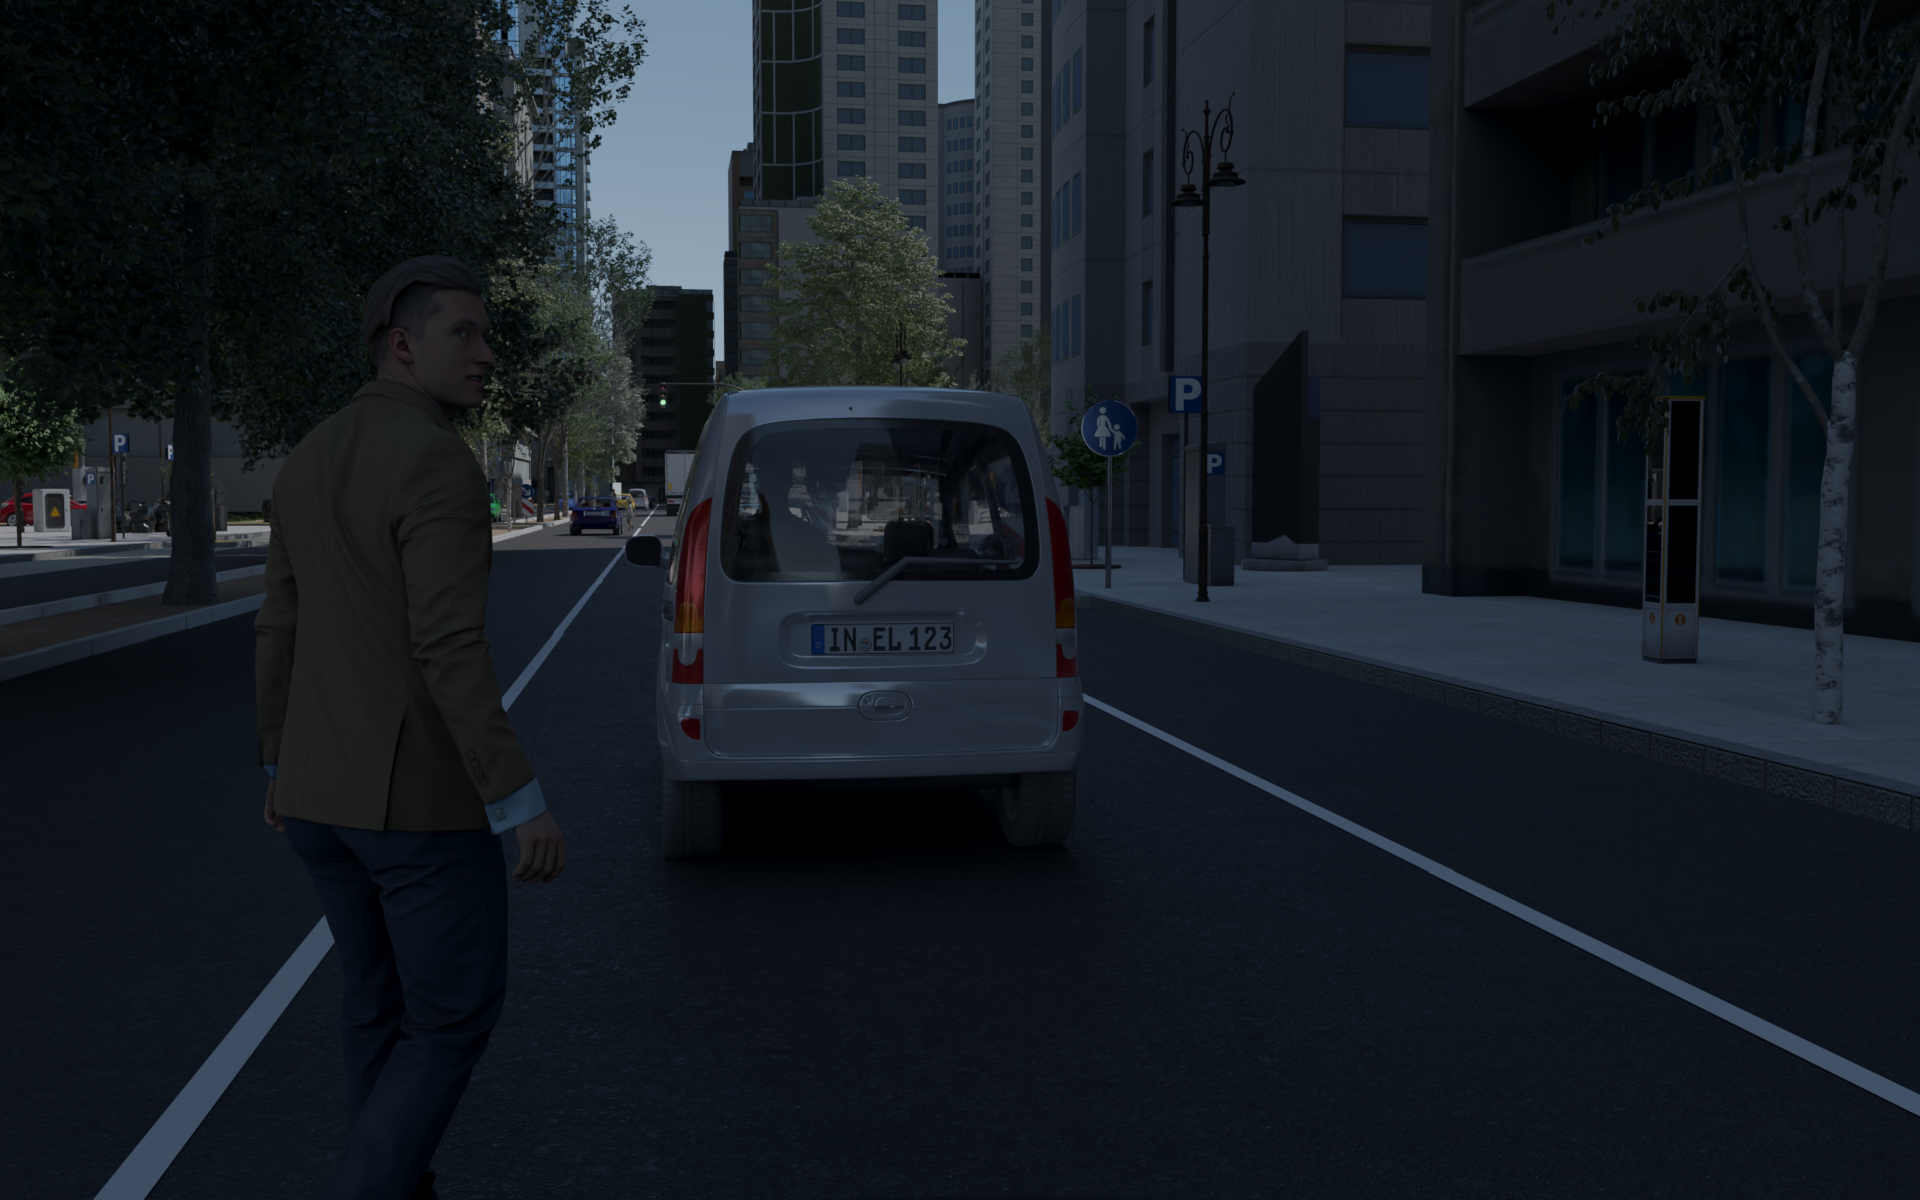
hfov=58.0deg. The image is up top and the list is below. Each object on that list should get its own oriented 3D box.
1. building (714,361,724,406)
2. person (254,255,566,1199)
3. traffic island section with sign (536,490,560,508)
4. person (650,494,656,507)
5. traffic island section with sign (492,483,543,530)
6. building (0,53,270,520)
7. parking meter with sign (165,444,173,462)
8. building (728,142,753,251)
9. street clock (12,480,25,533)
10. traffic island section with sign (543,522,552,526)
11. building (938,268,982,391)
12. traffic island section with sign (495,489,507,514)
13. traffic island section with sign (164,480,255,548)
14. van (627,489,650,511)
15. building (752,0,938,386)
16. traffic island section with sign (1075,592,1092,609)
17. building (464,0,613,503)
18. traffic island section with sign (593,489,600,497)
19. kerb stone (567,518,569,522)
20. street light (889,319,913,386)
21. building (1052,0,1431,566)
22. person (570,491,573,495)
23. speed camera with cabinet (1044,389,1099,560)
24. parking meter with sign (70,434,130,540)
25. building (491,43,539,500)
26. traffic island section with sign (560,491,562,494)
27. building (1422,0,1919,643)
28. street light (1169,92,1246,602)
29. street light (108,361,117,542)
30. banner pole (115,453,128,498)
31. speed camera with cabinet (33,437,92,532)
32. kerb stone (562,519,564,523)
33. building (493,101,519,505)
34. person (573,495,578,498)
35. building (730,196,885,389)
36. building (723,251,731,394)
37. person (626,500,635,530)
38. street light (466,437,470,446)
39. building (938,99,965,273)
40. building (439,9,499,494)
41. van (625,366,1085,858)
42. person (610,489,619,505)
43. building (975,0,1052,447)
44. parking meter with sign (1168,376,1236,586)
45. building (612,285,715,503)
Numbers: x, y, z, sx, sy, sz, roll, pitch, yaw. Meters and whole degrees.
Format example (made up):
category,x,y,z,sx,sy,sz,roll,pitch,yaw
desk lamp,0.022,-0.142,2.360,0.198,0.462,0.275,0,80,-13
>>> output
category,x,y,z,sx,sy,sz,roll,pitch,yaw
building,-21.212,-25.027,254.226,28.899,21.520,27.650,-1,4,-10
person,-0.944,0.336,2.922,0.656,1.842,0.836,1,4,8
traffic island section with sign,-42.293,-10.310,177.188,1.989,1.847,2.006,-1,4,-10
person,-34.838,-11.285,196.245,0.697,1.427,0.421,1,4,11
traffic island section with sign,-18.120,-3.796,70.203,2.006,1.907,1.989,-1,4,-10
building,-46.122,-30.987,95.876,28.713,52.752,27.495,-1,4,-10
parking meter with sign,-26.881,-3.949,60.830,1.738,3.016,0.543,0,4,-6
building,-22.304,-34.942,221.414,14.600,45.320,14.200,-1,4,-10
street clock,-31.008,-3.214,57.116,0.471,2.002,0.358,3,4,38
traffic island section with sign,-19.348,-4.243,77.508,2.006,1.907,1.989,-1,4,-10
building,-5.215,-27.735,225.168,14.107,30.474,14.160,-1,4,-10
traffic island section with sign,-33.920,-7.284,127.715,1.989,1.847,2.006,-1,4,-10
traffic island section with sign,-20.226,-2.336,46.821,1.989,1.847,2.006,-1,4,-10
van,-27.088,-8.479,145.650,2.013,2.044,4.112,0,4,-8
building,-14.062,-45.952,189.568,20.563,71.187,20.611,-1,4,-10
traffic island section with sign,0.518,-0.844,22.435,1.989,1.847,2.006,-1,4,-10
building,-64.876,-56.830,241.846,31.000,86.520,22.319,-1,4,-10
traffic island section with sign,-31.906,-8.774,151.594,2.006,1.907,1.989,-1,4,-10
kerb stone,-19.916,-3.973,87.146,0.120,0.150,1.000,-1,4,-10
street light,-1.568,-4.479,46.018,0.468,5.910,1.993,-1,4,-10
building,13.063,-30.736,44.530,21.231,58.520,28.212,-1,4,-10
person,-38.912,-10.020,173.011,0.721,1.739,1.217,-1,4,-17
speed camera with cabinet,2.133,-2.393,33.457,0.660,3.252,2.038,1,4,20
parking meter with sign,-24.489,-3.243,49.285,0.543,3.016,1.738,1,4,19
building,-65.171,-37.805,207.347,27.495,52.752,28.713,-1,4,-10
traffic island section with sign,-46.927,-11.979,204.490,1.989,1.847,2.006,-1,4,-10
building,18.233,-23.773,12.395,21.300,48.544,21.600,-1,4,-10
street light,2.895,-2.916,20.472,0.468,5.910,1.993,-1,4,-10
street light,-22.542,-4.475,45.953,0.468,5.910,1.993,-1,4,-10
banner pole,-37.640,-5.362,77.681,0.863,3.779,0.401,1,4,21
speed camera with cabinet,-30.379,-3.948,58.884,0.660,3.252,2.038,2,4,35
kerb stone,-19.236,-3.725,83.098,0.120,0.150,1.000,-1,4,-10
building,-58.512,-34.145,177.873,23.786,49.044,30.456,-1,4,-10
person,-47.574,-12.588,214.303,0.705,1.826,1.348,1,4,16
building,-15.107,-24.516,172.536,14.160,30.474,14.107,-1,4,-10
building,-21.287,-26.666,207.685,14.160,30.474,14.107,-1,4,-10
person,-12.971,-3.353,68.337,0.382,1.210,0.505,-1,4,-22
street light,-36.494,-9.529,128.584,0.468,5.910,1.993,-1,4,-10
building,8.854,-43.557,254.150,28.212,58.520,21.231,-1,4,-10
building,-49.793,-30.972,156.496,14.600,45.320,14.200,-1,4,-10
van,-0.596,-0.078,8.280,2.013,2.044,4.112,-1,4,-9
person,-24.218,-6.887,121.197,0.616,1.811,0.778,1,4,14
building,12.276,-48.095,224.598,20.611,71.187,20.563,-1,4,-10
parking meter with sign,3.509,-1.748,24.838,0.543,3.016,1.738,-1,4,-11
building,-41.566,-28.829,243.050,14.107,30.474,14.160,-1,4,-10
